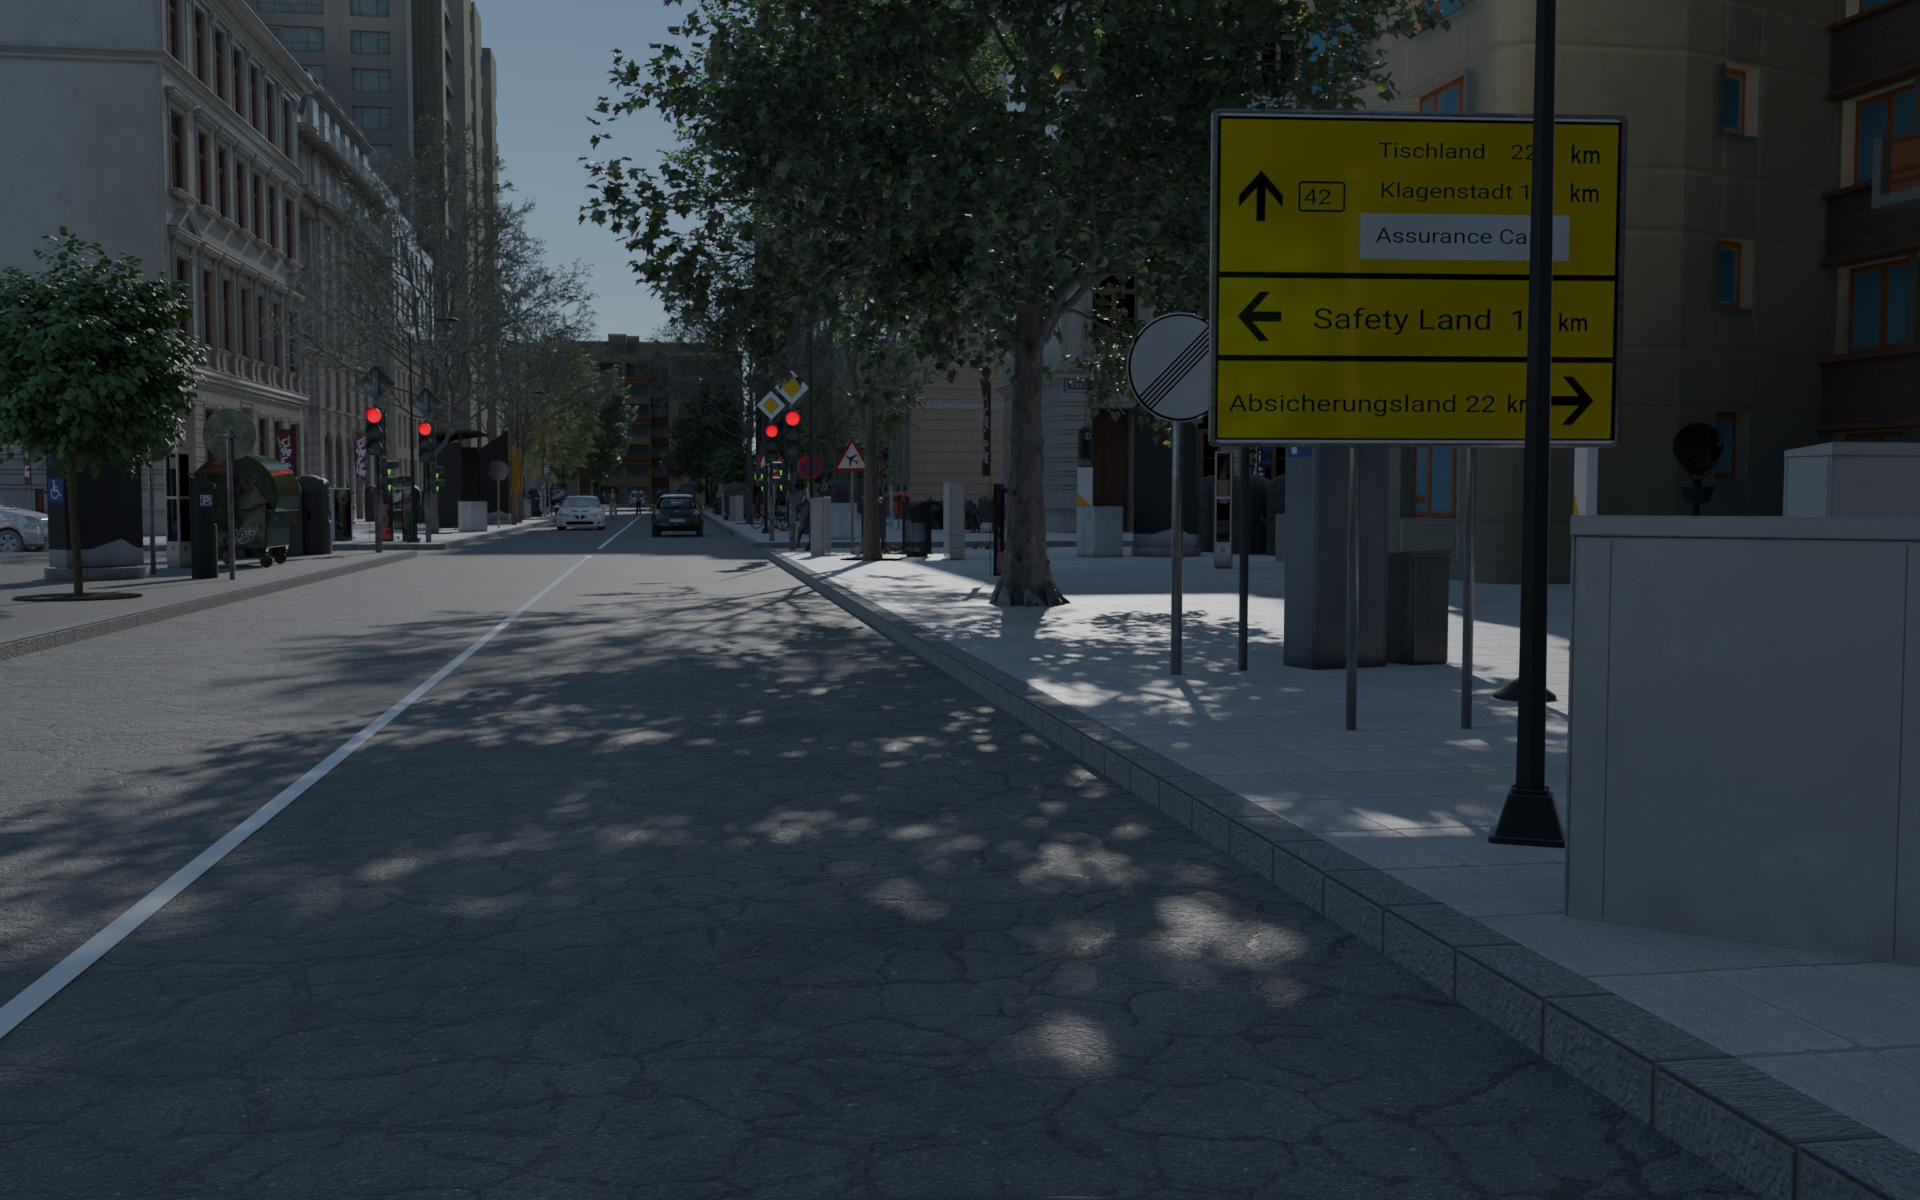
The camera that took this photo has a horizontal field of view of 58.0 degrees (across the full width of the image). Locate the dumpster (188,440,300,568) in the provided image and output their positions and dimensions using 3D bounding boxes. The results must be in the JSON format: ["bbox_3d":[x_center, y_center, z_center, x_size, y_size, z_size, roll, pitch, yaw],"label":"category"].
[{"bbox_3d":[-12.708,-1.730,30.785,1.502,2.255,1.985,-1,4,-9],"label":"dumpster"}]

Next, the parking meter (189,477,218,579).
[{"bbox_3d":[-11.520,-1.099,26.381,0.372,1.533,0.369,0,3,0],"label":"parking meter"}]

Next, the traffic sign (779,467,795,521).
[{"bbox_3d":[-8.080,-4.939,80.853,0.768,2.556,0.104,0,4,-1],"label":"traffic sign"}]

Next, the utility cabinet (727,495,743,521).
[{"bbox_3d":[-10.626,-4.353,82.330,0.306,1.237,1.020,1,4,15],"label":"utility cabinet"}]

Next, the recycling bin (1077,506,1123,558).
[{"bbox_3d":[2.853,-1.395,35.366,0.722,1.027,0.722,-2,4,-26],"label":"recycling bin"}]

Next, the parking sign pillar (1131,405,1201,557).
[{"bbox_3d":[4.264,-2.892,35.756,1.447,3.967,1.447,1,4,19],"label":"parking sign pillar"}]

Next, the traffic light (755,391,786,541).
[{"bbox_3d":[-5.158,-3.565,47.214,0.839,4.253,0.868,-1,4,-10],"label":"traffic light"}]

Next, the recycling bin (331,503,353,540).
[{"bbox_3d":[-17.460,-2.190,48.353,0.722,1.027,0.722,1,4,16],"label":"recycling bin"}]

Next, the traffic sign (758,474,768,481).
[{"bbox_3d":[-9.642,-5.232,85.552,0.884,2.594,0.081,0,4,-3],"label":"traffic sign"}]

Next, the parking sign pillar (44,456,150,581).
[{"bbox_3d":[-13.086,-2.305,26.165,1.447,3.967,1.447,2,4,28],"label":"parking sign pillar"}]

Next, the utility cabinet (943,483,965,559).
[{"bbox_3d":[-0.108,-1.558,34.152,0.318,1.500,1.173,0,4,-6],"label":"utility cabinet"}]

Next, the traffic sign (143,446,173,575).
[{"bbox_3d":[-12.870,-1.679,27.557,0.768,2.556,0.104,0,4,-6],"label":"traffic sign"}]

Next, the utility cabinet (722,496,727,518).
[{"bbox_3d":[-12.068,-4.878,90.913,1.020,1.237,0.306,3,4,38],"label":"utility cabinet"}]

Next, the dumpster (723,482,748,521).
[{"bbox_3d":[-10.857,-4.794,84.145,1.264,1.857,1.865,-1,4,-10],"label":"dumpster"}]

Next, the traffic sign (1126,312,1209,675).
[{"bbox_3d":[1.538,-0.742,12.240,0.768,2.556,0.104,0,4,-8],"label":"traffic sign"}]

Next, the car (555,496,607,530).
[{"bbox_3d":[-15.345,-3.539,70.230,2.083,1.381,4.827,-1,4,-10],"label":"car"}]

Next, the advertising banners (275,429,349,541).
[{"bbox_3d":[-17.485,-3.106,46.970,2.074,3.025,0.090,-3,4,-37],"label":"advertising banners"}]

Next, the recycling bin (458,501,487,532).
[{"bbox_3d":[-16.640,-2.850,59.151,0.722,1.027,0.722,3,5,41],"label":"recycling bin"}]

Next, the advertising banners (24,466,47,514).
[{"bbox_3d":[-26.518,-3.285,49.902,0.090,3.025,2.074,0,4,-4],"label":"advertising banners"}]

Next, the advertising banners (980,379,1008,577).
[{"bbox_3d":[0.628,-1.901,27.277,0.090,3.025,2.074,1,4,18],"label":"advertising banners"}]

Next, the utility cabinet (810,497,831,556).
[{"bbox_3d":[-2.930,-1.541,36.362,0.306,1.237,1.020,0,4,4],"label":"utility cabinet"}]

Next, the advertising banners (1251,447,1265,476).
[{"bbox_3d":[8.406,-3.484,53.157,2.074,3.025,0.090,1,4,9],"label":"advertising banners"}]

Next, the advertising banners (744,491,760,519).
[{"bbox_3d":[-10.500,-5.707,89.500,0.090,3.025,2.074,-3,5,-44],"label":"advertising banners"}]

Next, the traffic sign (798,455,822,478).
[{"bbox_3d":[-4.890,-3.452,56.546,0.768,2.556,0.104,0,4,-5],"label":"traffic sign"}]

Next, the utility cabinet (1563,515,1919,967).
[{"bbox_3d":[2.327,0.374,5.045,1.020,1.237,0.306,3,4,36],"label":"utility cabinet"}]

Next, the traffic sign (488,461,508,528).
[{"bbox_3d":[-17.592,-4.029,65.985,0.768,2.556,0.104,0,4,-3],"label":"traffic sign"}]

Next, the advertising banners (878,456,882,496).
[{"bbox_3d":[-3.820,-5.125,79.983,0.090,3.025,2.074,-1,4,-12],"label":"advertising banners"}]

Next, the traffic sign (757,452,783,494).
[{"bbox_3d":[-5.577,-3.115,51.031,0.768,2.556,0.104,0,4,0],"label":"traffic sign"}]

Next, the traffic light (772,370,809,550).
[{"bbox_3d":[-3.832,-3.084,39.339,0.839,4.253,0.868,-1,4,-10],"label":"traffic light"}]

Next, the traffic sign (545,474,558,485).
[{"bbox_3d":[-24.628,-6.378,104.385,0.768,2.556,0.104,-1,4,-8],"label":"traffic sign"}]

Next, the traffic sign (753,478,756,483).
[{"bbox_3d":[-13.908,-7.012,114.744,0.768,2.556,0.104,0,4,-1],"label":"traffic sign"}]

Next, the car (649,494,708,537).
[{"bbox_3d":[-9.668,-3.034,59.384,2.009,1.686,4.222,0,4,-8],"label":"car"}]

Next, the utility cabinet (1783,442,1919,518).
[{"bbox_3d":[4.228,0.061,7.677,1.173,1.500,0.318,-1,4,-14],"label":"utility cabinet"}]

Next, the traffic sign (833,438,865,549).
[{"bbox_3d":[-2.498,-2.453,40.114,0.884,2.594,0.081,0,4,-4],"label":"traffic sign"}]

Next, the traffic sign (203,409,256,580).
[{"bbox_3d":[-10.902,-1.576,25.875,0.768,2.556,0.104,0,4,-7],"label":"traffic sign"}]

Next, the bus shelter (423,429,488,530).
[{"bbox_3d":[-19.050,-4.549,65.653,1.731,3.624,6.357,-1,4,-10],"label":"bus shelter"}]

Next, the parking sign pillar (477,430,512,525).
[{"bbox_3d":[-19.649,-5.173,73.046,1.447,3.967,1.447,0,3,0],"label":"parking sign pillar"}]

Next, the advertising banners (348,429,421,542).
[{"bbox_3d":[-15.510,-3.093,46.756,2.074,3.025,0.090,1,4,16],"label":"advertising banners"}]

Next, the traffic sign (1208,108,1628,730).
[{"bbox_3d":[2.451,-0.946,9.343,2.265,3.308,0.079,0,4,-4],"label":"traffic sign"}]

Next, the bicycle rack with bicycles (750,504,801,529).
[{"bbox_3d":[-6.336,-3.098,64.039,2.925,0.926,2.852,-1,4,-20],"label":"bicycle rack with bicycles"}]

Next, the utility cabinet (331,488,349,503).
[{"bbox_3d":[-22.950,-3.346,63.386,1.173,1.500,0.318,-2,4,-24],"label":"utility cabinet"}]

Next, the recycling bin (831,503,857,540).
[{"bbox_3d":[-3.313,-2.229,48.995,0.722,1.027,0.722,0,4,4],"label":"recycling bin"}]

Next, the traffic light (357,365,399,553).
[{"bbox_3d":[-12.715,-2.991,37.832,0.839,4.253,0.868,-1,4,-10],"label":"traffic light"}]

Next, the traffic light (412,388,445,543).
[{"bbox_3d":[-14.042,-3.473,45.706,0.839,4.253,0.868,-1,4,-10],"label":"traffic light"}]
